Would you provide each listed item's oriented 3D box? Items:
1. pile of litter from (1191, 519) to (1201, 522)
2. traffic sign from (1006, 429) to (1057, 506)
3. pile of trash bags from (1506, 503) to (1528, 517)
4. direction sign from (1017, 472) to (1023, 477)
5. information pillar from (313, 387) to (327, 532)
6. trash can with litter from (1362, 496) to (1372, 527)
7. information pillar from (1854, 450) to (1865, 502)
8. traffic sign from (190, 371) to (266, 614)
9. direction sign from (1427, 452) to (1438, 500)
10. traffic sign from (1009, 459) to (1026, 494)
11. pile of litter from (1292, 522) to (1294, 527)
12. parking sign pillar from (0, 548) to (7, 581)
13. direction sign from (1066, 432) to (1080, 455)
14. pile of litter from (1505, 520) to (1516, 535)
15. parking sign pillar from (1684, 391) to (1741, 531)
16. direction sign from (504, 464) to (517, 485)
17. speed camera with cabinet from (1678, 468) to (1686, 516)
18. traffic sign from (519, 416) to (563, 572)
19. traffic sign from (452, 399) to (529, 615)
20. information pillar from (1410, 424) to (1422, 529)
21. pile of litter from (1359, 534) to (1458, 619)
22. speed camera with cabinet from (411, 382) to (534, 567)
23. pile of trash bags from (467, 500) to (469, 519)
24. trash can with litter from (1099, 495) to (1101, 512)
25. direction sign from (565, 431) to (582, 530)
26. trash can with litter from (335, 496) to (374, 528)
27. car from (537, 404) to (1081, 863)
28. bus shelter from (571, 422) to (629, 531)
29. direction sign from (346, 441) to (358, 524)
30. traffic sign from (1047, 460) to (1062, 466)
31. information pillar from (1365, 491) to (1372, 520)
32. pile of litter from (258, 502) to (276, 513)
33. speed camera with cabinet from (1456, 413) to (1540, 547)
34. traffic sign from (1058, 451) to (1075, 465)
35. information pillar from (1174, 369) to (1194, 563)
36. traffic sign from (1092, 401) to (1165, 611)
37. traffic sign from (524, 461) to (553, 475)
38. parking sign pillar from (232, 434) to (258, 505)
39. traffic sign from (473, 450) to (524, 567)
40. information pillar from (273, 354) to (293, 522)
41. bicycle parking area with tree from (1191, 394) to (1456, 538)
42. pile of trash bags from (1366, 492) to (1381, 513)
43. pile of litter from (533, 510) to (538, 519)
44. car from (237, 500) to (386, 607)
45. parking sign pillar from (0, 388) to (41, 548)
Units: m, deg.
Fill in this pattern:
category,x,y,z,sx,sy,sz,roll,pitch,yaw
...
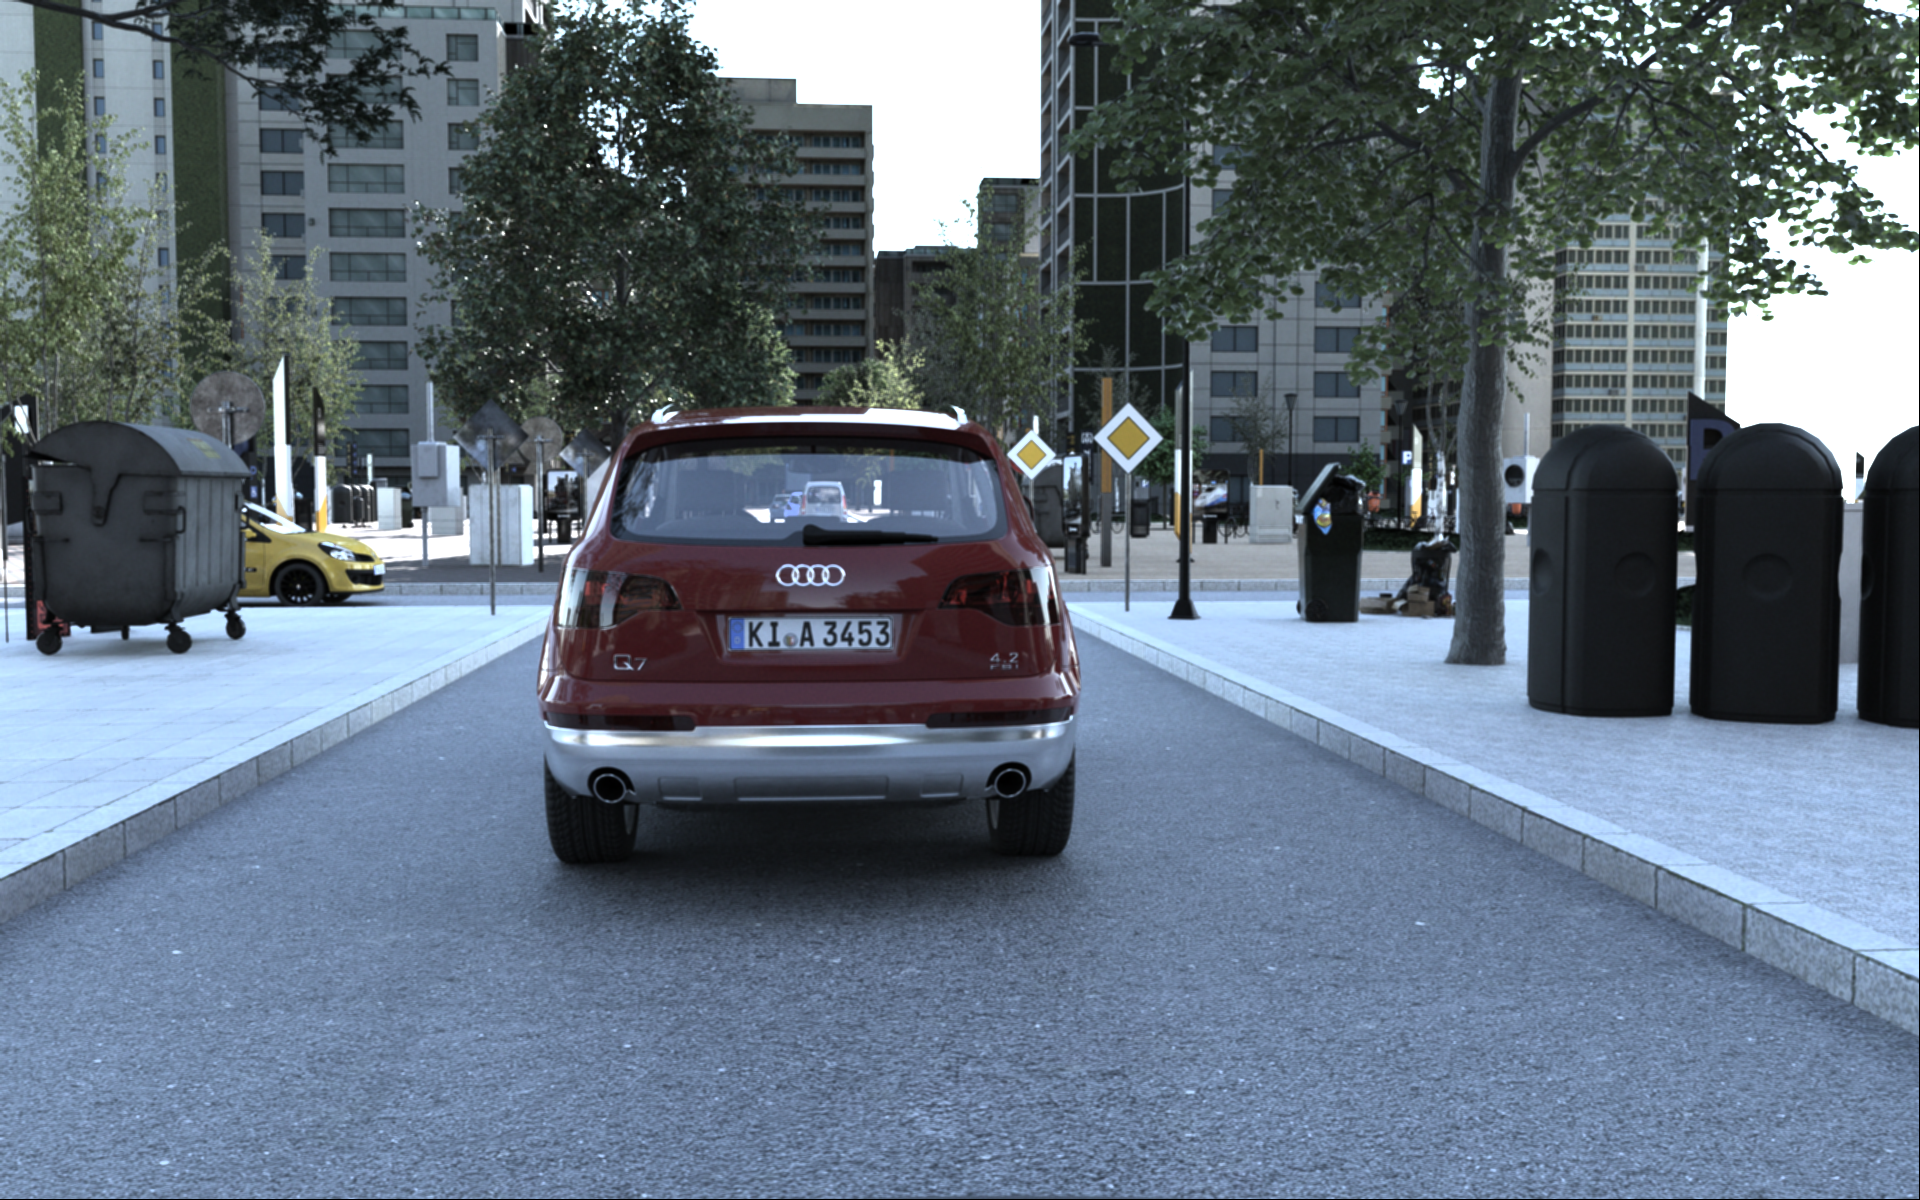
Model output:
category,x,y,z,sx,sy,sz,roll,pitch,yaw
pile of litter,10.425,-3.971,78.895,1.176,0.858,1.719,0,4,8
traffic sign,1.102,-1.418,26.831,0.795,2.450,0.064,0,4,-5
pile of trash bags,30.400,-4.952,90.723,3.447,1.369,1.912,2,4,32
direction sign,2.986,-5.455,81.189,0.379,3.537,0.876,-3,5,-40
information pillar,-14.054,-2.855,38.032,0.183,3.616,0.504,0,4,-1
trash can with litter,13.824,-3.086,61.507,2.233,1.210,1.678,1,4,20
information pillar,47.210,-6.090,90.930,0.504,3.616,0.183,3,5,41
traffic sign,-7.569,-1.090,17.921,0.768,2.556,0.104,0,4,-3
direction sign,25.265,-6.146,92.480,0.876,3.537,0.379,-2,4,-33
traffic sign,1.607,-2.643,43.314,0.768,2.556,0.104,0,4,4
pile of litter,10.759,-2.727,58.550,1.176,0.858,1.719,3,4,38
parking sign pillar,-14.814,-2.253,25.308,1.447,3.967,1.447,-1,4,-20
direction sign,4.311,-4.359,63.268,0.876,3.537,0.379,1,4,12
pile of litter,16.762,-2.493,54.719,1.719,0.858,1.176,0,4,0
parking sign pillar,19.552,-3.454,44.952,1.447,3.967,1.447,1,4,18
direction sign,-17.560,-4.629,67.675,0.876,3.537,0.379,3,5,44
speed camera with cabinet,42.227,-6.425,99.377,0.660,3.252,2.038,-2,4,-26
traffic sign,-6.870,-1.726,28.326,0.768,2.556,0.104,0,4,3
traffic sign,-4.943,-0.896,18.285,0.795,2.450,0.064,0,4,-5
information pillar,15.302,-4.083,58.104,0.504,3.616,0.183,-3,5,-39
pile of litter,4.844,-0.280,18.548,1.176,0.858,1.719,0,4,1
speed camera with cabinet,-8.657,-2.227,30.754,2.038,3.252,0.660,1,4,9
pile of trash bags,-24.420,-4.973,91.058,3.447,1.369,1.912,1,4,10
trash can with litter,7.145,-4.773,89.103,1.678,1.210,2.233,0,4,-1
direction sign,-13.634,-4.274,61.876,0.876,3.537,0.379,0,4,-7
trash can with litter,-23.031,-3.331,65.521,1.678,1.210,2.233,1,4,11
car,-0.701,0.021,8.329,2.281,1.827,5.304,0,4,-5
bus shelter,-10.104,-3.504,51.208,2.014,3.302,5.546,0,4,-5
direction sign,-26.092,-5.038,74.374,0.876,3.537,0.379,3,5,43
traffic sign,2.825,-3.021,51.526,0.606,2.300,0.079,0,4,0
information pillar,19.935,-4.901,84.621,0.304,2.012,0.304,1,4,21
pile of litter,-36.722,-4.743,91.507,1.176,0.858,1.719,2,4,34
speed camera with cabinet,13.267,-2.964,42.798,0.660,3.252,2.038,-3,4,-37
traffic sign,2.992,-2.755,46.227,0.795,2.450,0.064,0,4,-1
information pillar,4.185,-2.510,32.386,0.183,3.616,0.504,3,5,39
traffic sign,1.825,-0.932,18.878,0.795,2.450,0.064,0,4,-5
traffic sign,-11.464,-2.893,47.304,0.884,2.594,0.081,0,4,-4
parking sign pillar,-21.748,-3.876,51.850,1.447,3.967,1.447,1,4,10
traffic sign,-8.053,-1.848,30.218,0.884,2.594,0.081,0,4,-3
information pillar,-11.453,-2.322,29.318,0.183,3.616,0.504,-3,5,-43
bicycle parking area with tree,11.519,-3.922,51.120,8.231,4.147,9.016,-2,4,-26
pile of trash bags,17.250,-4.161,77.793,3.447,1.369,1.912,-1,4,-11
pile of litter,-21.940,-4.496,87.475,1.719,0.858,1.176,-2,4,-24
car,-9.456,-0.731,22.180,3.980,1.641,2.015,0,4,-5
parking sign pillar,-24.025,-3.388,43.869,1.447,3.967,1.447,-1,4,-20
